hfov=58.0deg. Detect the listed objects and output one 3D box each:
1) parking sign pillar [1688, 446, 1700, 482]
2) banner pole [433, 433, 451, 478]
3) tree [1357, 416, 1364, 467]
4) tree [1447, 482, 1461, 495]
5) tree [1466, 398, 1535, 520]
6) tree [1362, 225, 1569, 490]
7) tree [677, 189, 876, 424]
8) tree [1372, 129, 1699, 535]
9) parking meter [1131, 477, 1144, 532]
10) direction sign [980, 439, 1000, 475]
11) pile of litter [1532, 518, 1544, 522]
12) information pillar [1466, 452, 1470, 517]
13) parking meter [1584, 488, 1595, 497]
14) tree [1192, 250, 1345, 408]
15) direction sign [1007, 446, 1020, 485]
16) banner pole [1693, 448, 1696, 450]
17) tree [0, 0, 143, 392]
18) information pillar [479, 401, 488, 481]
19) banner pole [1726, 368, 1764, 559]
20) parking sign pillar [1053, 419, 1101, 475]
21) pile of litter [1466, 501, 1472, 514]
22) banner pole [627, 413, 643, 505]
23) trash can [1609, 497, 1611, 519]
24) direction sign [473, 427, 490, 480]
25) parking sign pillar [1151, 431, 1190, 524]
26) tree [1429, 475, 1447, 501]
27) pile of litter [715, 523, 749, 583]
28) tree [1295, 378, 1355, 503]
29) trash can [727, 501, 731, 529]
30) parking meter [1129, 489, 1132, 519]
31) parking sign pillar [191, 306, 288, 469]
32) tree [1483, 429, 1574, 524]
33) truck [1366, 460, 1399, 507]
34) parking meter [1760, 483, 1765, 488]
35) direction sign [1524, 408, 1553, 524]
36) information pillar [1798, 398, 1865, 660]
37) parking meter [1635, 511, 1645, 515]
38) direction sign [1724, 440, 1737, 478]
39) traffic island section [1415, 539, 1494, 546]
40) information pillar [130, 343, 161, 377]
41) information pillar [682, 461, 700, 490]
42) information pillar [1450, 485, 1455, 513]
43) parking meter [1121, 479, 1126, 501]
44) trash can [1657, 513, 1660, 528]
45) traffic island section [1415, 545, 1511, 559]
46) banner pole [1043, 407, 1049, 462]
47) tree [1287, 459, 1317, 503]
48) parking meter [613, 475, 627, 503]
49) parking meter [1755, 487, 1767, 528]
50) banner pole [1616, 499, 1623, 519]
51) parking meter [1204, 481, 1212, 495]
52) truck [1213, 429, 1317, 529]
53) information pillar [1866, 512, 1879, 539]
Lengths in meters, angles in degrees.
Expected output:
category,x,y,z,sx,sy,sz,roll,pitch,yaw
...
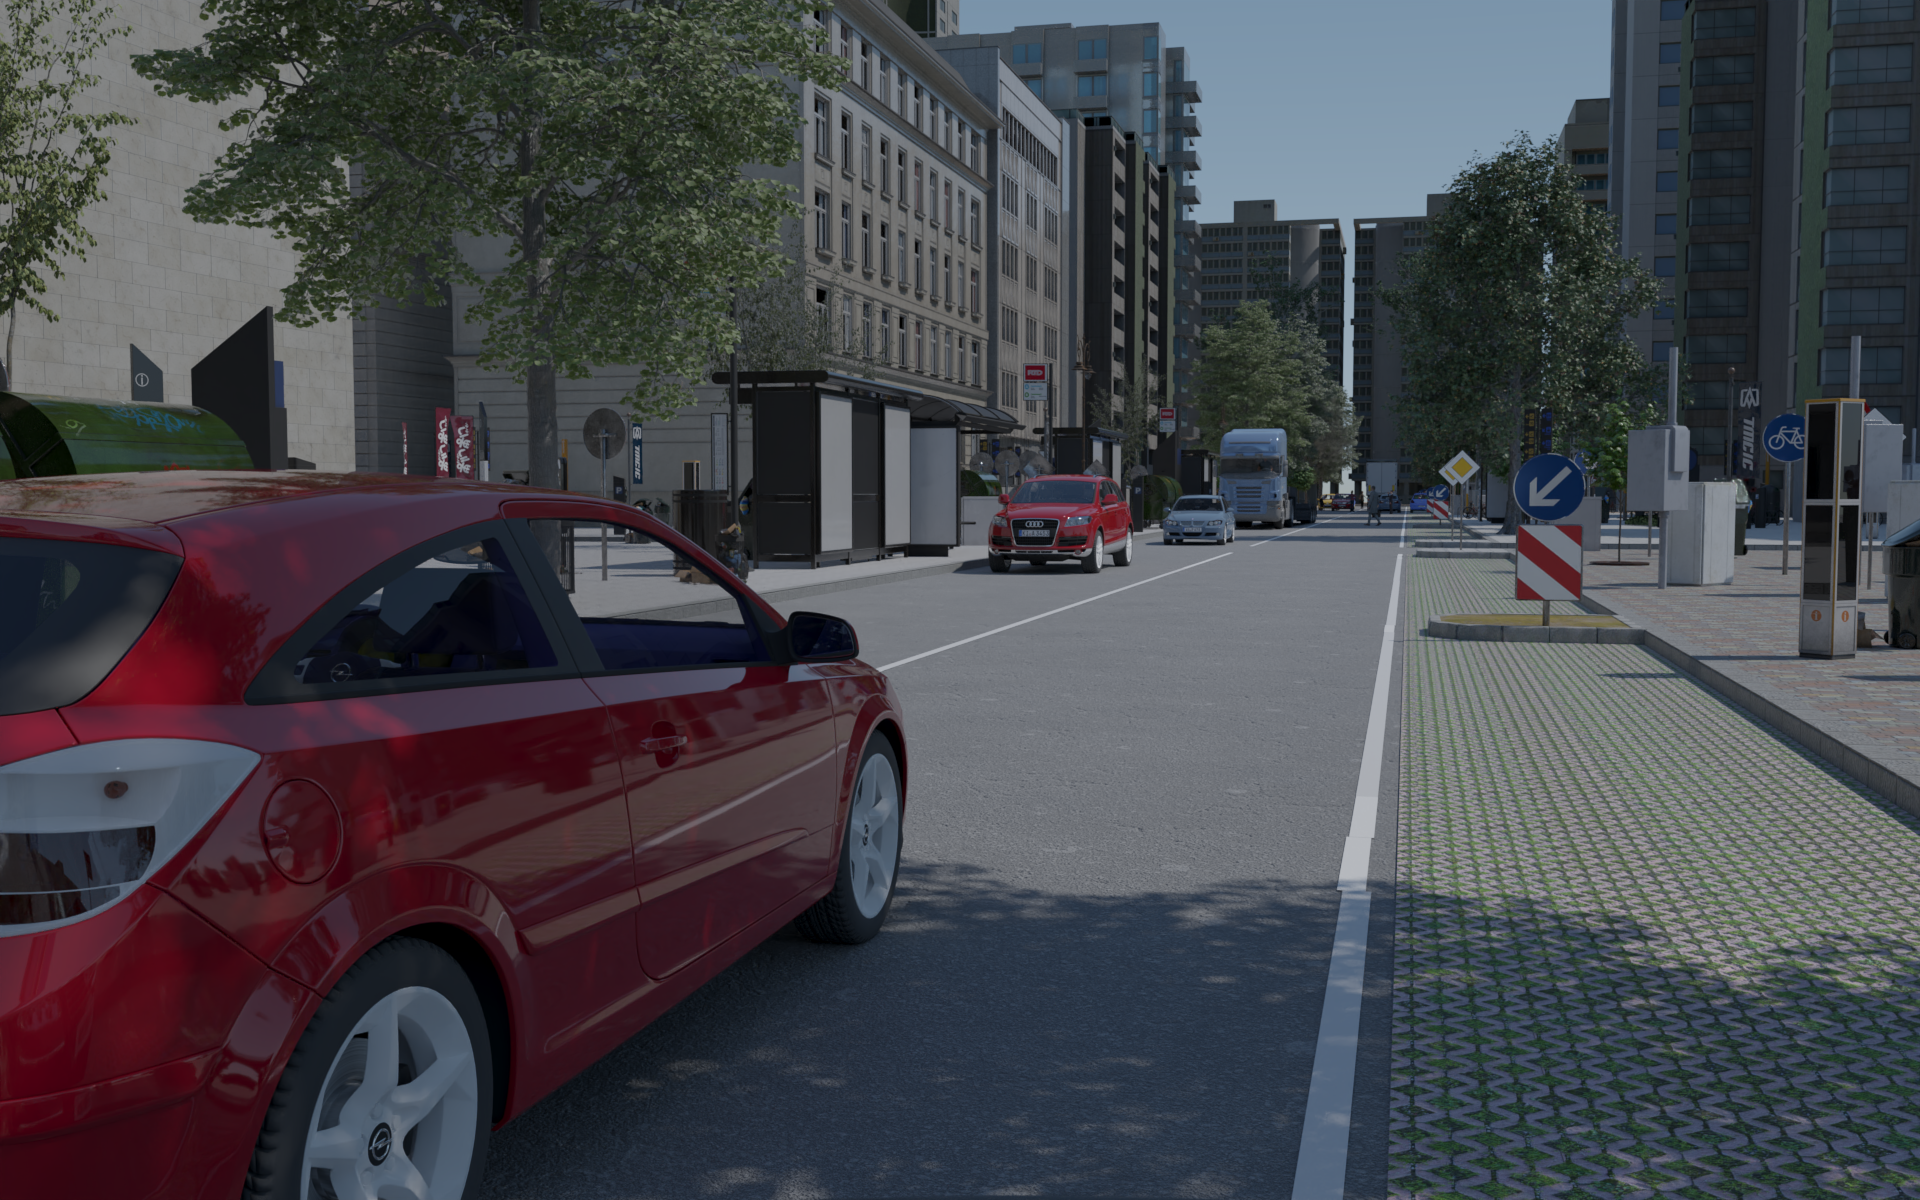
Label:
category,x,y,z,sx,sy,sz,roll,pitch,yaw
parking sign pillar,30.826,-5.226,73.915,1.447,3.967,1.447,0,4,4
banner pole,-21.144,-4.931,70.633,0.863,3.779,0.401,0,4,-7
tree,39.659,-17.347,190.272,9.857,13.997,8.962,0,3,0
tree,41.647,-9.141,144.058,1.663,3.219,1.824,0,3,0
tree,25.656,-8.201,84.455,4.737,8.622,4.395,0,3,0
tree,30.810,-15.247,105.185,12.611,20.169,13.585,0,3,0
tree,-4.755,-5.585,41.676,4.360,8.622,3.978,0,3,0
tree,17.726,-8.433,54.894,9.611,12.733,9.660,0,3,0
parking meter,5.966,-3.213,58.248,0.399,1.863,0.255,0,4,5
direction sign,1.225,-4.852,71.323,0.876,3.537,0.379,1,4,21
pile of litter,29.113,-4.429,86.379,1.176,0.858,1.719,1,4,15
information pillar,27.954,-6.359,95.324,0.183,3.616,0.504,1,4,23
parking meter,23.599,-3.457,64.931,0.372,1.533,0.369,0,3,0
tree,24.081,-17.206,137.215,12.611,20.169,13.585,0,3,0
direction sign,2.562,-5.533,82.465,0.379,3.537,0.876,-3,5,-42
banner pole,34.787,-5.657,82.513,0.401,3.779,0.863,-1,4,-13
tree,-12.693,-4.400,22.309,4.737,8.622,4.395,0,3,0
information pillar,-11.955,-3.189,43.491,0.183,3.616,0.504,-2,4,-29
banner pole,15.400,-2.701,34.184,0.401,3.779,0.863,-3,4,-37
parking sign pillar,4.354,-4.493,61.932,1.447,3.967,1.447,-1,4,-19
pile of litter,35.201,-6.287,116.760,1.719,0.858,1.176,-3,5,-39
banner pole,-10.071,-3.887,53.566,0.401,3.779,0.863,2,4,29
trash can,31.657,-4.501,85.248,0.748,1.137,0.748,0,3,0
direction sign,-16.291,-4.075,58.624,0.876,3.537,0.379,-3,5,-44
parking sign pillar,8.863,-5.243,74.202,1.447,3.967,1.447,-3,5,-41
tree,50.237,-11.955,179.181,4.285,4.588,4.351,0,3,0
pile of litter,-3.592,-0.684,25.146,1.176,0.858,1.719,1,4,12
tree,35.495,-16.361,177.876,12.009,13.543,11.850,0,3,0
trash can,-5.128,-1.540,36.830,0.748,1.137,0.748,0,3,0
parking meter,8.159,-4.525,82.391,0.372,1.533,0.369,0,3,0
parking sign pillar,-10.477,-2.247,25.217,1.447,3.967,1.447,1,4,14
tree,20.854,-4.901,63.841,4.285,4.588,4.351,0,3,0
truck,35.688,-9.637,146.483,2.839,4.237,11.283,1,4,14
parking meter,41.592,-5.128,89.558,0.399,1.863,0.255,3,5,43
direction sign,15.341,-3.304,46.024,0.379,3.537,0.876,-2,4,-34
information pillar,6.791,-0.551,13.503,0.304,2.012,0.304,-2,4,-28
parking meter,28.689,-3.953,73.039,0.372,1.533,0.369,0,3,0
direction sign,32.216,-4.915,72.355,0.876,3.537,0.379,-2,4,-28
traffic island section,13.464,-1.530,47.303,2.009,0.180,2.903,1,4,14
information pillar,-12.724,-2.189,27.150,0.183,3.616,0.504,3,5,39
information pillar,-5.948,-2.072,38.371,0.304,2.012,0.304,1,4,12
information pillar,33.020,-6.824,116.058,0.304,2.012,0.304,1,4,20
parking meter,6.324,-3.786,67.619,0.255,1.863,0.399,-1,4,-13
trash can,25.636,-3.132,62.855,0.748,1.137,0.748,0,3,0
traffic island section,11.462,-1.058,39.572,2.009,0.180,2.903,1,4,14
banner pole,2.495,-3.663,49.910,0.401,3.779,0.863,0,4,-7
tree,31.252,-10.742,159.352,4.285,4.588,4.351,0,3,0
parking meter,-10.673,-2.979,54.416,0.399,1.863,0.255,0,3,0
parking meter,30.073,-3.464,65.041,0.372,1.533,0.369,0,3,0
banner pole,34.729,-6.157,90.677,0.863,3.779,0.401,-3,5,-45
parking meter,11.269,-4.468,78.769,0.255,1.863,0.399,2,4,34
truck,13.927,-5.349,77.214,2.967,4.110,18.799,1,4,16
information pillar,26.151,-2.759,49.594,0.304,2.012,0.304,2,4,35
